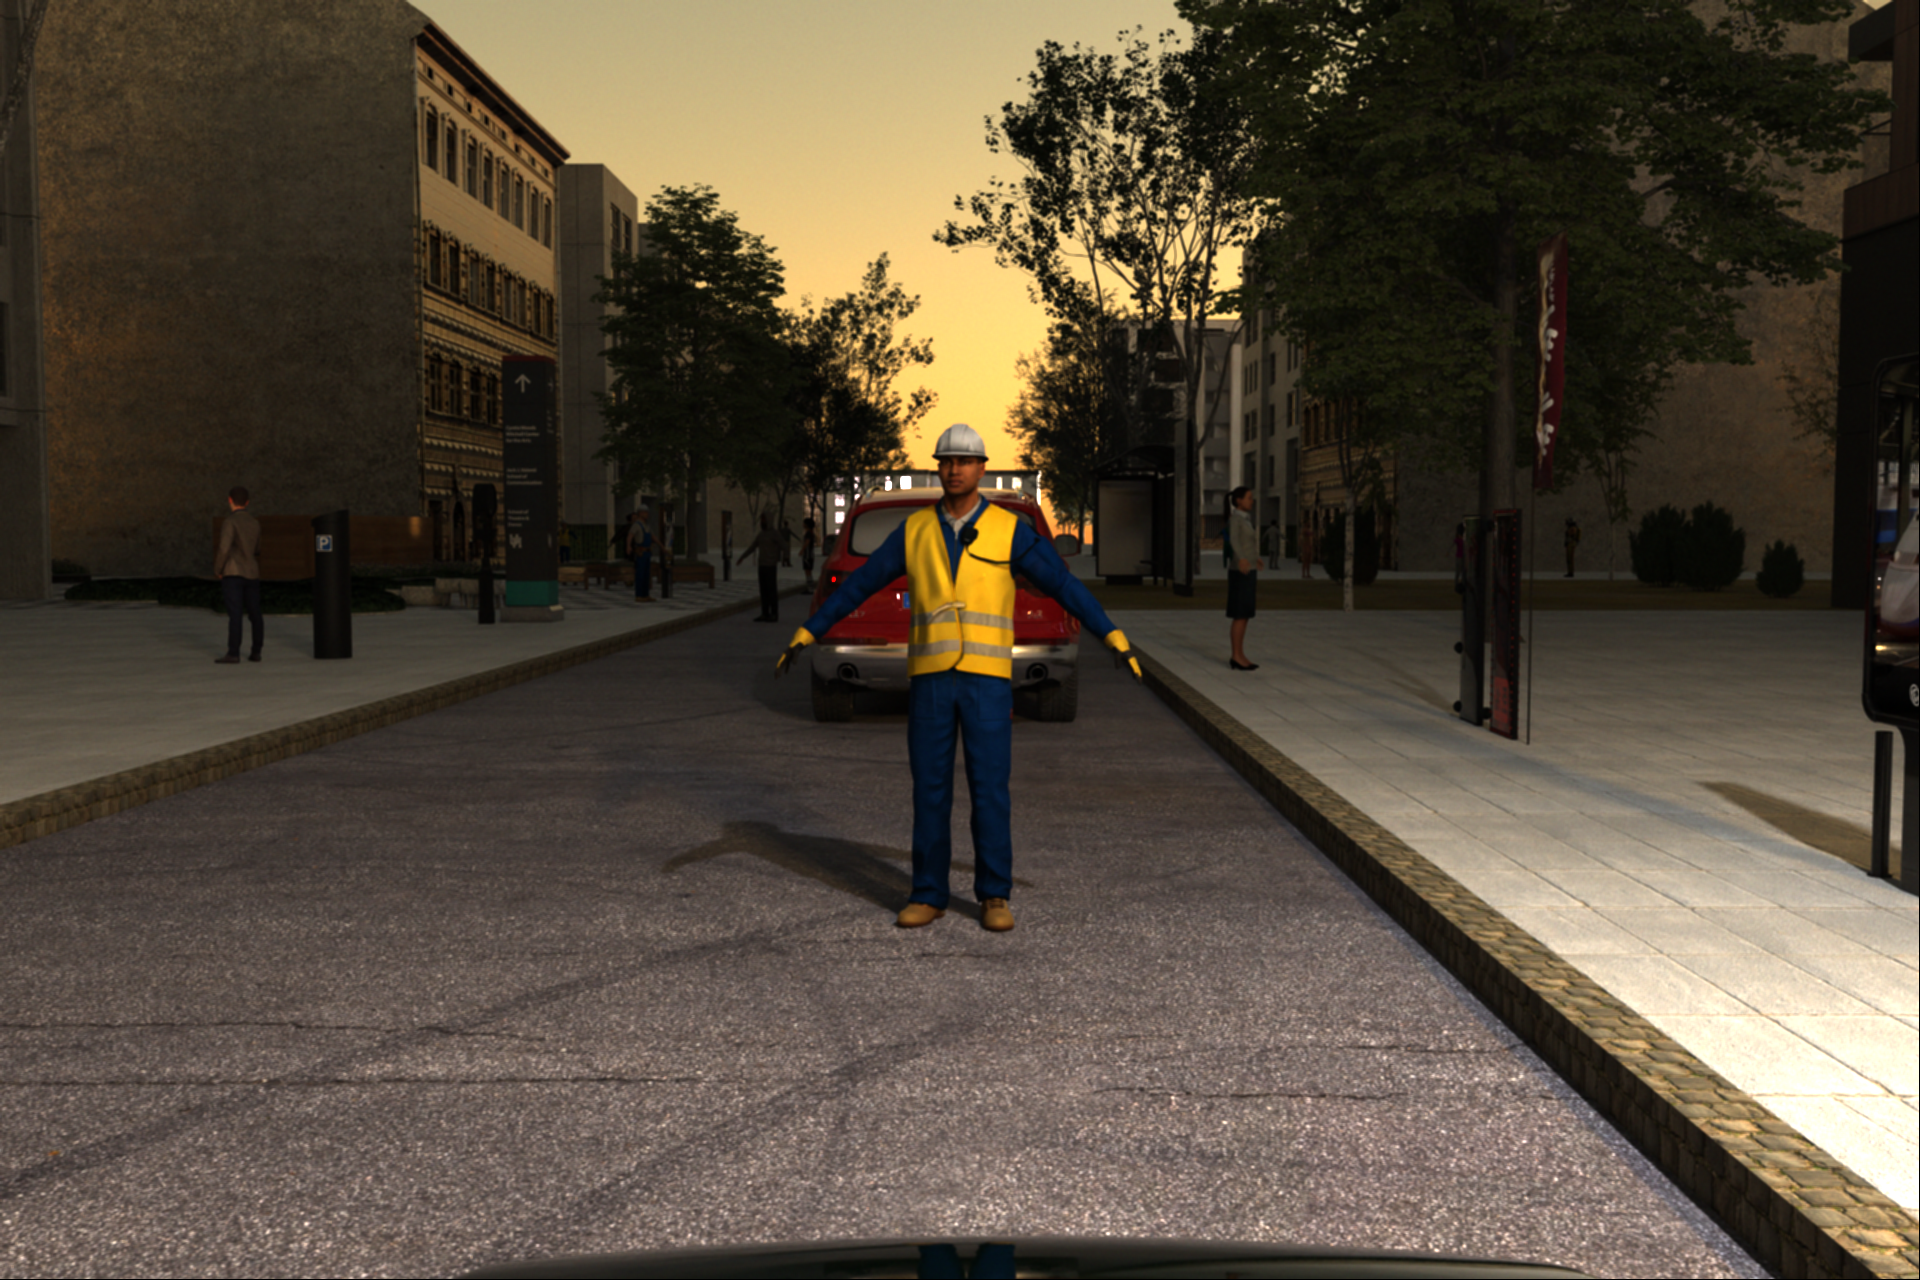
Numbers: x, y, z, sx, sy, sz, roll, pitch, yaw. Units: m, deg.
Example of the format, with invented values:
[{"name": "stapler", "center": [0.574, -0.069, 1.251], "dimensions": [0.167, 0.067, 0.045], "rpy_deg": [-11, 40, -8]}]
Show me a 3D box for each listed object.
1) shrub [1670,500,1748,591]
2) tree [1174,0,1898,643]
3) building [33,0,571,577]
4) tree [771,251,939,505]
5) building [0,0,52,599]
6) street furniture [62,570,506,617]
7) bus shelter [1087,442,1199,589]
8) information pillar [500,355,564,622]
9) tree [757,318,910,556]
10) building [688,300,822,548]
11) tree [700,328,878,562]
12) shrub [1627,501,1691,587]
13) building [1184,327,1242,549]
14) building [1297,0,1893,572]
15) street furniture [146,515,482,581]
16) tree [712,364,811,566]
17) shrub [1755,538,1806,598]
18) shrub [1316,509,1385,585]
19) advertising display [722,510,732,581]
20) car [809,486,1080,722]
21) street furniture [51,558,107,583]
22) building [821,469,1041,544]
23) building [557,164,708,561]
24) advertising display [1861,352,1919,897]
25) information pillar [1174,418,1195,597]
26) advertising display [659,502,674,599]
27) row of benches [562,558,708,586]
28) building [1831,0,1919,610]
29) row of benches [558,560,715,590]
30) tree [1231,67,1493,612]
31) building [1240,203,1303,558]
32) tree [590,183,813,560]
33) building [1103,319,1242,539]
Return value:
[{"name": "shrub", "center": [16.822, -2.135, 38.944], "dimensions": [1.661, 2.075, 1.752], "rpy_deg": [0, 3, 0]}, {"name": "tree", "center": [6.285, -6.215, 19.735], "dimensions": [7.486, 12.596, 7.792], "rpy_deg": [0, 3, 0]}, {"name": "building", "center": [-25.237, -14.015, 60.067], "dimensions": [19.493, 23.208, 18.063], "rpy_deg": [0, 4, 0]}, {"name": "tree", "center": [-7.204, -16.026, 117.907], "dimensions": [12.611, 20.169, 13.585], "rpy_deg": [0, 3, 0]}, {"name": "building", "center": [-26.520, -9.294, 18.416], "dimensions": [16.747, 18.905, 31.486], "rpy_deg": [0, 4, 0]}, {"name": "street furniture", "center": [-12.176, -0.969, 31.465], "dimensions": [5.734, 0.657, 10.072], "rpy_deg": [-3, 5, -40]}, {"name": "bus shelter", "center": [4.246, -2.884, 41.072], "dimensions": [2.014, 3.302, 5.546], "rpy_deg": [0, 4, -1]}, {"name": "information pillar", "center": [-6.299, -2.204, 25.420], "dimensions": [0.750, 3.857, 0.750], "rpy_deg": [0, 4, 1]}, {"name": "tree", "center": [-7.916, -11.579, 99.683], "dimensions": [12.009, 13.543, 11.850], "rpy_deg": [0, 3, 0]}, {"name": "building", "center": [-23.277, -20.427, 164.915], "dimensions": [19.493, 23.208, 18.063], "rpy_deg": [0, 3, 0]}, {"name": "tree", "center": [-8.246, -8.850, 79.116], "dimensions": [8.767, 10.594, 7.601], "rpy_deg": [-2, 4, -24]}, {"name": "shrub", "center": [17.042, -2.316, 41.915], "dimensions": [1.661, 2.075, 1.752], "rpy_deg": [0, 3, 0]}, {"name": "building", "center": [25.706, -18.477, 158.519], "dimensions": [16.016, 20.090, 11.380], "rpy_deg": [0, 4, 0]}, {"name": "building", "center": [24.176, -14.451, 67.196], "dimensions": [19.493, 23.208, 18.063], "rpy_deg": [0, 4, 1]}, {"name": "street furniture", "center": [-14.957, -2.261, 43.820], "dimensions": [9.812, 1.723, 11.010], "rpy_deg": [1, 4, 11]}, {"name": "tree", "center": [-8.335, -7.301, 69.732], "dimensions": [4.360, 8.622, 3.978], "rpy_deg": [0, 3, 0]}, {"name": "shrub", "center": [16.584, -1.461, 35.009], "dimensions": [1.383, 1.207, 1.383], "rpy_deg": [0, 3, 0]}, {"name": "shrub", "center": [9.950, -2.427, 44.093], "dimensions": [1.690, 2.028, 1.600], "rpy_deg": [0, 3, 0]}, {"name": "advertising display", "center": [-6.380, -2.582, 47.429], "dimensions": [0.123, 1.923, 0.974], "rpy_deg": [0, 4, 2]}, {"name": "car", "center": [-0.093, -0.372, 14.748], "dimensions": [2.281, 1.827, 5.304], "rpy_deg": [0, 4, 1]}, {"name": "street furniture", "center": [-26.784, -2.472, 47.269], "dimensions": [9.812, 1.723, 11.010], "rpy_deg": [-3, 4, -39]}, {"name": "building", "center": [-3.772, -17.159, 225.150], "dimensions": [28.070, 9.664, 9.099], "rpy_deg": [0, 4, 6]}, {"name": "building", "center": [-25.234, -14.213, 98.846], "dimensions": [16.747, 18.905, 31.486], "rpy_deg": [0, 4, 1]}, {"name": "advertising display", "center": [3.439, -0.049, 6.008], "dimensions": [0.123, 1.923, 0.974], "rpy_deg": [0, 4, 1]}, {"name": "information pillar", "center": [4.659, -2.735, 36.031], "dimensions": [0.184, 3.620, 1.656], "rpy_deg": [0, 4, -1]}, {"name": "advertising display", "center": [-5.891, -1.808, 34.781], "dimensions": [0.123, 1.923, 0.974], "rpy_deg": [0, 4, 1]}, {"name": "row of benches", "center": [-8.275, -1.790, 44.733], "dimensions": [4.104, 0.672, 1.422], "rpy_deg": [-3, 5, -41]}, {"name": "building", "center": [25.677, -10.370, 13.520], "dimensions": [27.936, 21.610, 32.646], "rpy_deg": [0, 4, 1]}, {"name": "row of benches", "center": [-7.607, -1.510, 40.148], "dimensions": [4.104, 0.672, 1.422], "rpy_deg": [-1, 4, -14]}, {"name": "tree", "center": [6.608, -4.755, 28.110], "dimensions": [4.737, 8.622, 4.395], "rpy_deg": [0, 3, 0]}, {"name": "building", "center": [25.702, -13.856, 93.007], "dimensions": [16.747, 18.905, 31.486], "rpy_deg": [0, 4, 1]}, {"name": "tree", "center": [-8.466, -8.478, 56.734], "dimensions": [7.486, 12.596, 7.792], "rpy_deg": [0, 3, 0]}, {"name": "building", "center": [28.618, -20.629, 181.266], "dimensions": [27.936, 21.610, 32.646], "rpy_deg": [0, 4, 1]}]
